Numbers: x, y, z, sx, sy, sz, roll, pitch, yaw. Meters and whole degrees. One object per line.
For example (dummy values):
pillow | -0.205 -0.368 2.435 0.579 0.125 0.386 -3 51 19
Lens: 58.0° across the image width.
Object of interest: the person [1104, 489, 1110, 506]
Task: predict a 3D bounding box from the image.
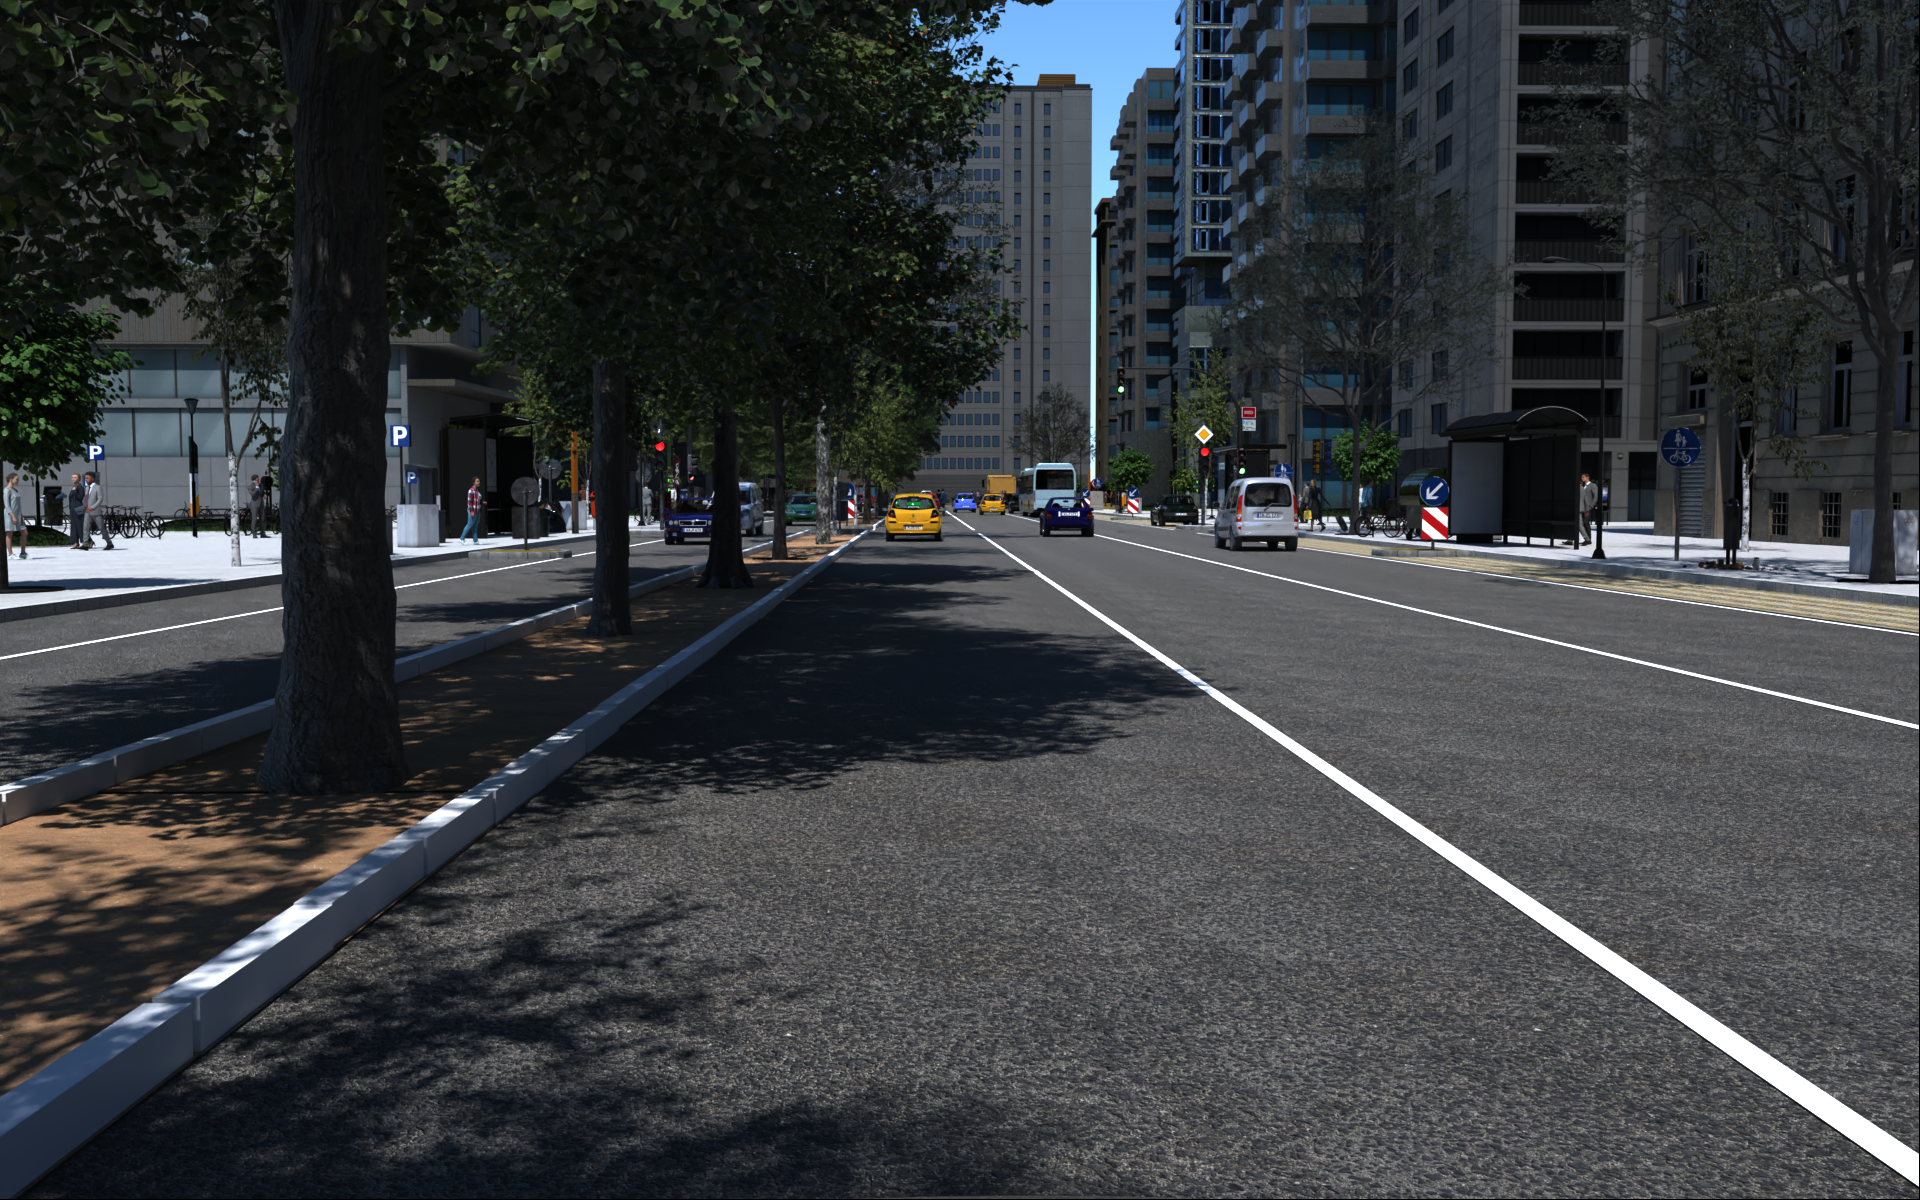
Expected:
person | 15.510 -10.878 183.893 0.705 1.824 1.348 -1 4 -20

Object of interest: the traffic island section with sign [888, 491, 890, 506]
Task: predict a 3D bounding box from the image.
traffic island section with sign | -6.228 -8.357 144.774 2.006 1.907 1.989 0 4 -1

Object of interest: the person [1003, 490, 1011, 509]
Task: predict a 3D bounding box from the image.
person | 4.429 -9.833 169.400 1.348 1.807 0.705 -1 4 -21

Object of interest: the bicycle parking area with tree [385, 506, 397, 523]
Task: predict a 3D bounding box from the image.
bicycle parking area with tree | -30.087 -5.539 77.564 9.016 4.147 8.231 -2 4 -29

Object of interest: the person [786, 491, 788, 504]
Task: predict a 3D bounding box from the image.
person | -21.512 -12.814 215.569 0.705 1.821 1.348 0 4 -4

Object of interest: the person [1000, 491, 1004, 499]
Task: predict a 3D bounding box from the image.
person | 3.845 -9.177 159.211 0.621 1.740 0.551 -2 4 -28

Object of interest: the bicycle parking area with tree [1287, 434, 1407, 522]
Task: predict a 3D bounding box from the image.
bicycle parking area with tree | 18.460 -5.887 83.248 8.231 4.147 9.016 0 4 8

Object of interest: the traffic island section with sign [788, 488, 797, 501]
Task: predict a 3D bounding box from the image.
traffic island section with sign | -11.698 -6.898 121.409 1.989 1.847 2.006 0 4 -1

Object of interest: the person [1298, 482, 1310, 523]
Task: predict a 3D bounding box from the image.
person | 15.084 -4.256 75.807 0.592 1.802 0.473 -2 4 -29

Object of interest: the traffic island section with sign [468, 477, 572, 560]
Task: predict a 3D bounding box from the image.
traffic island section with sign | -9.815 -1.851 38.884 1.989 1.847 2.006 0 4 -1

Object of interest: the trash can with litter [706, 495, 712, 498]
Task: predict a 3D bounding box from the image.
trash can with litter | -15.039 -5.553 101.851 1.678 1.210 2.233 2 4 25

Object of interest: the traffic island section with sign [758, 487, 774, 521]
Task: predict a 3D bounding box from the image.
traffic island section with sign | -11.080 -5.250 94.461 1.989 1.847 2.006 0 4 -1

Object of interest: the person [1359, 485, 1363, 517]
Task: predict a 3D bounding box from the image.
person | 20.676 -5.087 89.093 0.514 1.842 0.818 1 4 8

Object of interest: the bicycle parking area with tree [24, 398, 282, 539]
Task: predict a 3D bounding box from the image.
bicycle parking area with tree | -25.532 -4.010 52.563 8.231 4.147 9.016 1 4 22

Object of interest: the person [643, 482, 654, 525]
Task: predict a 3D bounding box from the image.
person | -12.991 -4.023 71.999 0.511 1.800 0.466 0 4 5

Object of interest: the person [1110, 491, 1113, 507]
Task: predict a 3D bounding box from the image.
person | 15.282 -10.327 175.617 0.721 1.743 1.217 0 4 6

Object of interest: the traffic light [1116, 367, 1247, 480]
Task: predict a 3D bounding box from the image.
traffic light | 7.941 -5.343 62.033 4.771 5.953 1.251 0 4 -1

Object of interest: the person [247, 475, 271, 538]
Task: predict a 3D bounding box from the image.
person | -20.344 -2.721 50.332 0.447 1.846 0.655 2 4 26

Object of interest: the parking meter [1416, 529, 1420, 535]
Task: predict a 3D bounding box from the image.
parking meter | 14.607 -2.835 54.757 0.372 1.533 0.369 0 3 0

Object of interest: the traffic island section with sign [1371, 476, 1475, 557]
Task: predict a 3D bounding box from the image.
traffic island section with sign | 10.579 -1.910 39.849 1.989 1.847 2.006 0 4 -1

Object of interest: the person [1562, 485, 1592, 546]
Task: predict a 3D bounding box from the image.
person | 15.309 -2.242 42.976 0.850 1.792 0.678 3 5 45

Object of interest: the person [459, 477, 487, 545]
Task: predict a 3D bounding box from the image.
person | -12.242 -2.242 43.530 0.643 1.720 0.563 0 4 5

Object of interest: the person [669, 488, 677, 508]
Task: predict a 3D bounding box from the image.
person | -14.677 -4.987 87.678 0.679 1.850 0.850 0 4 -7

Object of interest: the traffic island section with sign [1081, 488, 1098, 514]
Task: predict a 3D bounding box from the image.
traffic island section with sign | 8.709 -6.965 122.507 1.989 1.847 2.006 0 4 -1

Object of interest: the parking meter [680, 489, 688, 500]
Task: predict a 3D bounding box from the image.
parking meter | -13.217 -4.566 83.060 0.372 1.533 0.369 0 3 0

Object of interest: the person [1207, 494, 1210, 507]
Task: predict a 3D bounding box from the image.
person | 18.876 -7.751 133.113 0.601 1.785 0.444 2 4 35

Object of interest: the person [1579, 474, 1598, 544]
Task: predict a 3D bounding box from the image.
person | 15.959 -2.318 44.125 0.473 1.802 0.592 0 4 4

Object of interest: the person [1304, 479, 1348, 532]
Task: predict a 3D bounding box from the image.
person | 12.490 -3.233 59.112 1.509 1.804 0.699 0 4 7

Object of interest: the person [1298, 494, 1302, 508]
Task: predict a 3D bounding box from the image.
person | 20.976 -5.895 106.701 0.425 1.301 0.394 3 5 41

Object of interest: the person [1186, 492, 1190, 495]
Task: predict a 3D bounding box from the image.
person | 14.720 -6.476 112.207 0.850 1.792 0.678 -1 4 -9

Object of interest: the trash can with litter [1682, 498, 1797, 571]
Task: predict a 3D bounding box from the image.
trash can with litter | 13.400 -1.159 30.003 1.678 1.210 2.233 1 4 13

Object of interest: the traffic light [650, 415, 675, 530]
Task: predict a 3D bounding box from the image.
traffic light | -10.625 -4.454 61.739 0.839 4.253 0.868 0 4 -1

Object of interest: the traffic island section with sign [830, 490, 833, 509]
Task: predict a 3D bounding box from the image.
traffic island section with sign | -12.841 -10.007 172.244 1.989 1.847 2.006 0 4 -1

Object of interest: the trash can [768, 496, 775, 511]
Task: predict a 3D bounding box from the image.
trash can | -14.065 -7.230 129.867 0.748 1.137 0.748 0 3 0

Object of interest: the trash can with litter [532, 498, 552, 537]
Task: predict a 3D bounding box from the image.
trash can with litter | -12.660 -2.443 51.323 1.055 1.170 0.624 -1 4 -22

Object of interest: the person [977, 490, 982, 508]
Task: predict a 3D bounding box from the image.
person | 1.973 -10.278 176.412 0.599 1.838 0.709 0 3 0

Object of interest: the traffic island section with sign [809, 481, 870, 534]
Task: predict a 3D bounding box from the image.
traffic island section with sign | -4.358 -3.310 62.250 2.006 1.907 1.989 0 4 -1

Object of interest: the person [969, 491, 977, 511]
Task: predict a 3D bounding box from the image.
person | 1.114 -8.396 146.582 0.742 1.727 0.445 -3 5 -42

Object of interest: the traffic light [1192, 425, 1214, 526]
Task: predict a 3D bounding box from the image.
traffic light | 9.850 -4.972 70.205 0.839 4.253 0.868 0 4 -1

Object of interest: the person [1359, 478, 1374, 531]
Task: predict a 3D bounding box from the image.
person | 13.940 -3.272 59.562 0.620 1.820 0.660 -1 4 -16

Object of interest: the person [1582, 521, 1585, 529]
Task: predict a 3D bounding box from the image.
person | 21.302 -3.292 59.970 0.679 1.850 0.850 -3 4 -39

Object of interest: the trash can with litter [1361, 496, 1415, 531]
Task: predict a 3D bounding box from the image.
trash can with litter | 15.099 -3.081 61.429 1.678 1.210 2.233 -2 4 -30

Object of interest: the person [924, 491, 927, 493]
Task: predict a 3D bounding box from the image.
person | -3.907 -11.383 195.273 0.551 1.740 0.621 3 5 44

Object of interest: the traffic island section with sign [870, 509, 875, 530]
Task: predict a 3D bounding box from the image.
traffic island section with sign | -4.516 -3.763 69.655 2.006 1.907 1.989 0 4 -1

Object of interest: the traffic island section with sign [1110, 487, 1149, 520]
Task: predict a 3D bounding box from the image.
traffic island section with sign | 9.323 -5.306 95.388 1.989 1.847 2.006 0 4 -1

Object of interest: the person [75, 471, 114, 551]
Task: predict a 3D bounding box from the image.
person | -19.636 -2.017 39.292 0.678 1.792 0.850 2 4 30

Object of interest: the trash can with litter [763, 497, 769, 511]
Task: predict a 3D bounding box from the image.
trash can with litter | -14.850 -7.370 131.878 1.055 1.170 0.624 1 4 11

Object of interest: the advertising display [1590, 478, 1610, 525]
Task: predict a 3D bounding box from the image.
advertising display | 26.420 -4.056 71.526 0.123 1.923 0.974 -2 4 -27

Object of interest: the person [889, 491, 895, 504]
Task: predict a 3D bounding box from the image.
person | -8.754 -13.064 222.089 0.705 1.826 1.348 -3 5 -40

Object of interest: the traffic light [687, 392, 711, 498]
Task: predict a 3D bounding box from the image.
traffic light | -8.717 -5.819 69.805 4.771 5.953 1.251 0 4 -1

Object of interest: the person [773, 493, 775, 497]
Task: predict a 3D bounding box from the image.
person | -18.903 -10.265 177.129 1.065 1.426 0.557 2 4 31

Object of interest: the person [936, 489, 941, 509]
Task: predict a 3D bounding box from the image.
person | -1.971 -9.293 160.073 1.348 1.869 0.705 -1 4 -9

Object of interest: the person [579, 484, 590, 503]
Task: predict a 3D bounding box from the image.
person | -20.413 -5.405 94.396 0.573 1.828 0.580 1 4 19

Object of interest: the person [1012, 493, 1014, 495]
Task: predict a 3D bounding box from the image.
person | 6.570 -12.509 213.696 0.621 1.740 0.551 -1 4 -9
